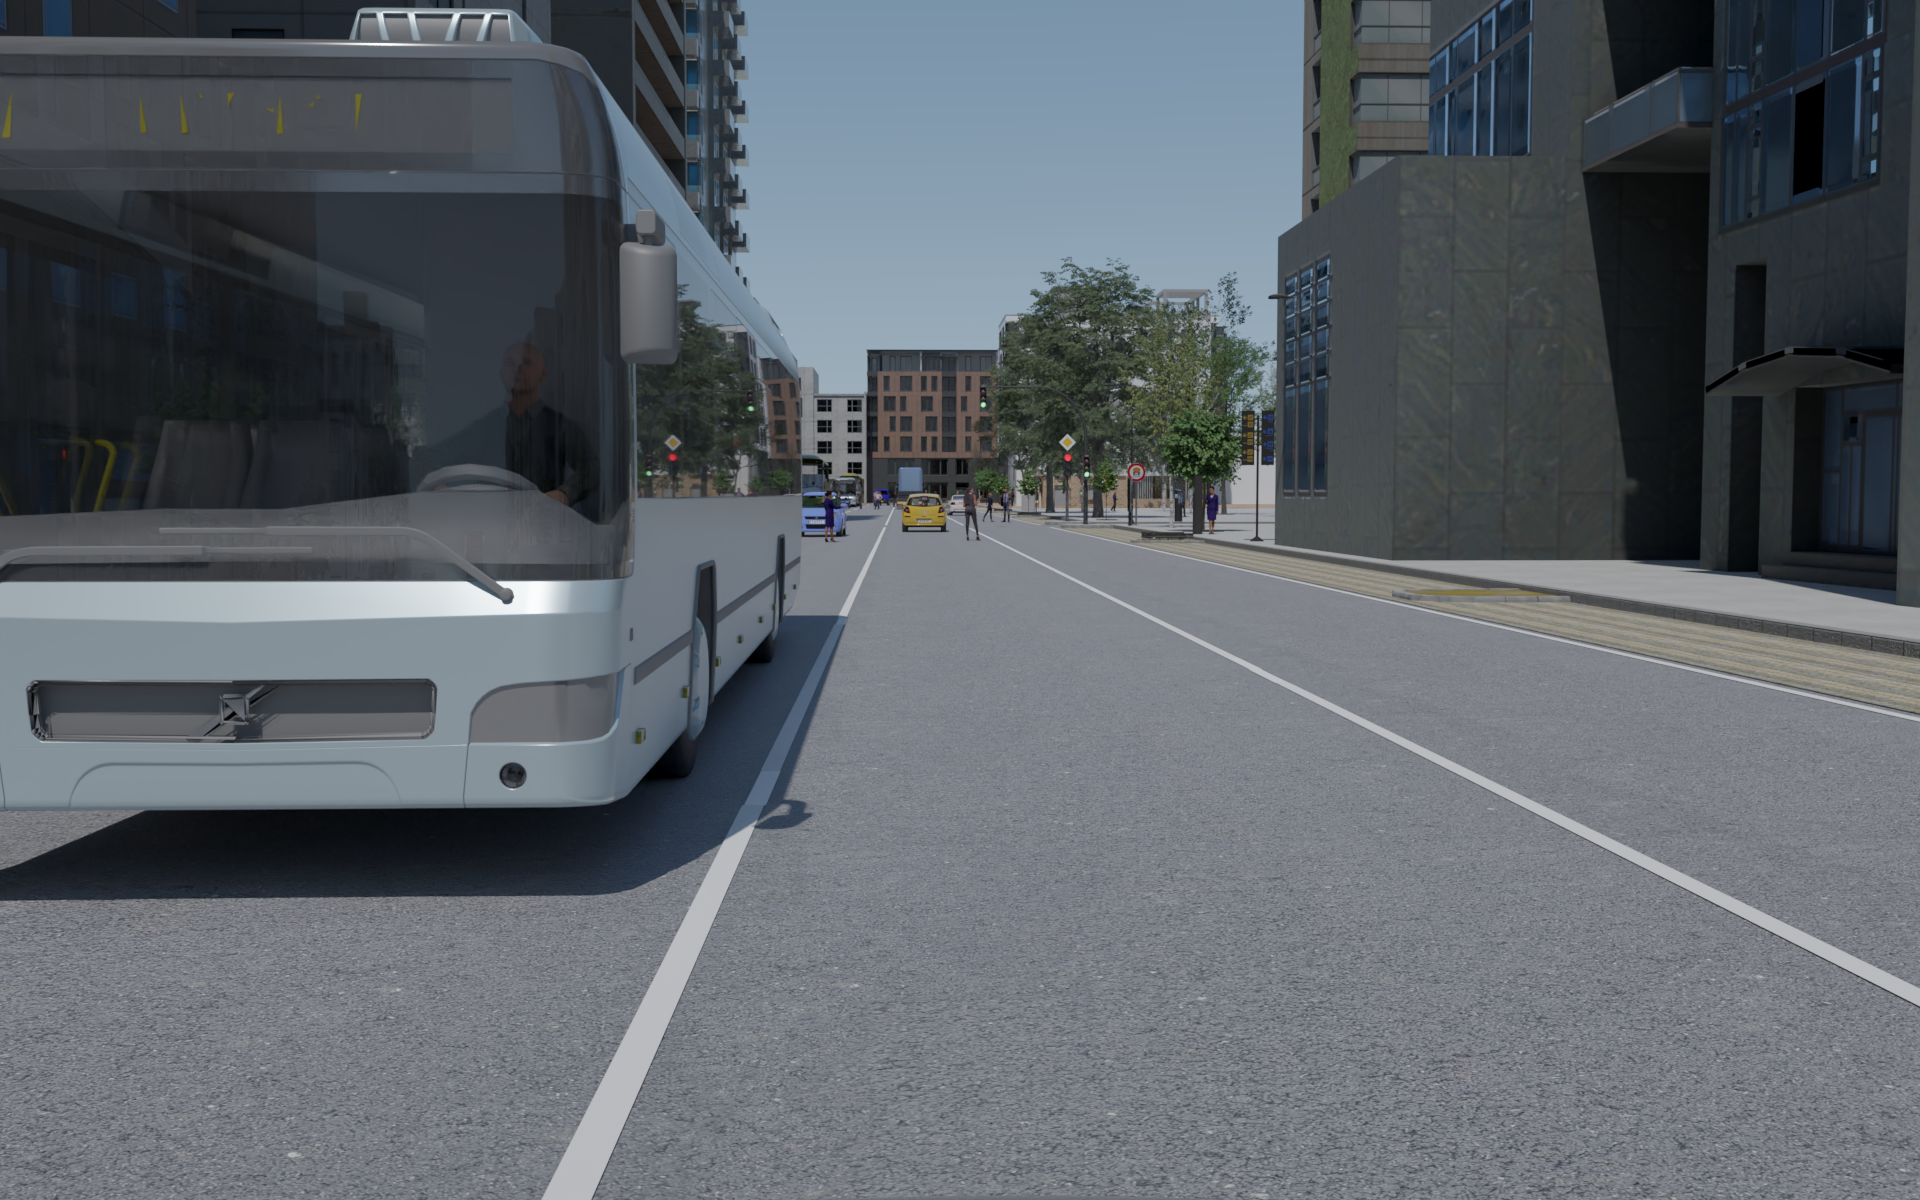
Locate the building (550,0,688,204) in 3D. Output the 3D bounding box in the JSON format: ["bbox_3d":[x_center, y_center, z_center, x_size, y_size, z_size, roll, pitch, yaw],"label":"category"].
[{"bbox_3d":[-26.513,-28.641,91.981,21.300,48.544,21.600,0,4,-2],"label":"building"}]

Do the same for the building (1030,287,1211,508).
[{"bbox_3d":[14.755,-18.808,163.935,16.016,20.091,11.380,0,4,-2],"label":"building"}]

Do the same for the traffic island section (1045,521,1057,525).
[{"bbox_3d":[5.032,-3.592,81.002,2.009,0.180,2.903,0,4,-2],"label":"traffic island section"}]

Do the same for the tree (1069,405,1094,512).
[{"bbox_3d":[10.154,-11.267,134.579,4.737,8.622,4.395,0,3,0],"label":"tree"}]

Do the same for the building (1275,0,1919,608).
[{"bbox_3d":[19.642,-43.635,26.098,22.319,86.520,31.000,0,4,-2],"label":"building"}]

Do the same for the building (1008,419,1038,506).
[{"bbox_3d":[10.401,-14.780,183.805,9.099,9.664,28.070,0,4,-2],"label":"building"}]

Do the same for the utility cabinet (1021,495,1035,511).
[{"bbox_3d":[5.193,-7.362,131.523,1.020,1.237,0.306,1,4,13],"label":"utility cabinet"}]

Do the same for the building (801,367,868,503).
[{"bbox_3d":[-29.093,-23.396,248.989,31.486,18.905,16.747,0,4,-2],"label":"building"}]

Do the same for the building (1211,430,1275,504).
[{"bbox_3d":[46.145,-17.489,228.092,28.070,9.664,9.099,0,4,-2],"label":"building"}]

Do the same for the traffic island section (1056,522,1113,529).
[{"bbox_3d":[5.306,-3.103,73.022,2.009,0.180,2.903,0,4,-2],"label":"traffic island section"}]

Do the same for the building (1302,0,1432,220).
[{"bbox_3d":[19.838,-23.238,63.528,14.154,41.232,14.086,0,4,-2],"label":"building"}]

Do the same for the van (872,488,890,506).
[{"bbox_3d":[-9.776,-12.991,216.782,2.240,2.365,5.245,0,4,0],"label":"van"}]

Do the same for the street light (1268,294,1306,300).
[{"bbox_3d":[7.845,-4.149,40.377,1.470,5.913,1.316,0,4,-2],"label":"street light"}]

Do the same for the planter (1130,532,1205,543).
[{"bbox_3d":[6.059,-1.829,51.047,1.991,0.319,1.994,0,4,-2],"label":"planter"}]

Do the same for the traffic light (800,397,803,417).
[{"bbox_3d":[-9.692,-6.467,80.403,4.771,5.953,1.251,0,4,-2],"label":"traffic light"}]

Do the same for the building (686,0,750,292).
[{"bbox_3d":[-27.981,-31.389,132.817,23.786,49.044,30.456,0,4,-2],"label":"building"}]

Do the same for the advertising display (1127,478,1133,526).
[{"bbox_3d":[6.895,-3.969,70.108,0.123,1.923,0.974,1,4,13],"label":"advertising display"}]

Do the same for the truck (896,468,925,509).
[{"bbox_3d":[-4.892,-11.002,169.646,2.967,4.110,18.799,0,4,-1],"label":"truck"}]

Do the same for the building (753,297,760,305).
[{"bbox_3d":[-27.308,-18.644,171.292,16.747,18.905,31.486,0,4,-2],"label":"building"}]

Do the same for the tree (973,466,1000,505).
[{"bbox_3d":[3.196,-13.350,201.989,4.285,4.588,4.351,0,3,0],"label":"tree"}]

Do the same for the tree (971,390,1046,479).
[{"bbox_3d":[5.372,-12.870,144.840,8.767,10.594,7.601,-2,4,-30],"label":"tree"}]

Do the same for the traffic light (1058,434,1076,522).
[{"bbox_3d":[4.992,-5.625,80.887,0.839,4.253,0.868,0,4,-2],"label":"traffic light"}]

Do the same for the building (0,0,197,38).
[{"bbox_3d":[-25.290,-23.501,34.350,14.600,45.320,14.200,0,4,-2],"label":"building"}]

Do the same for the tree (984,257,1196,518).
[{"bbox_3d":[7.564,-11.406,93.137,9.857,13.997,8.962,0,3,0],"label":"tree"}]

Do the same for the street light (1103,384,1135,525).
[{"bbox_3d":[6.703,-6.141,72.943,1.470,5.913,1.316,0,4,-2],"label":"street light"}]

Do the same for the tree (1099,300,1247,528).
[{"bbox_3d":[7.973,-7.024,65.203,4.737,8.622,4.395,0,3,0],"label":"tree"}]

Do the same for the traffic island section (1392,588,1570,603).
[{"bbox_3d":[7.004,-0.051,23.703,1.991,0.108,1.994,0,4,-2],"label":"traffic island section"}]

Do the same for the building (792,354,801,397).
[{"bbox_3d":[-36.894,-21.646,220.371,31.486,18.905,16.747,0,4,-2],"label":"building"}]

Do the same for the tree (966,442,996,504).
[{"bbox_3d":[2.679,-17.310,233.384,4.360,8.622,3.978,0,3,0],"label":"tree"}]

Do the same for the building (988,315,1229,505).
[{"bbox_3d":[18.548,-22.634,214.037,27.936,21.610,32.646,0,4,-2],"label":"building"}]

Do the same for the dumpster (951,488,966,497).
[{"bbox_3d":[-0.139,-13.451,224.878,1.985,2.255,1.502,0,4,-3],"label":"dumpster"}]

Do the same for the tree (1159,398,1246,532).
[{"bbox_3d":[8.311,-4.607,59.043,4.285,4.588,4.351,0,3,0],"label":"tree"}]

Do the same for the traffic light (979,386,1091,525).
[{"bbox_3d":[3.178,-5.995,72.694,4.771,5.953,1.251,0,4,-2],"label":"traffic light"}]

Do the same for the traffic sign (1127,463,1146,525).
[{"bbox_3d":[7.212,-4.327,70.851,0.768,2.556,0.104,0,4,1],"label":"traffic sign"}]

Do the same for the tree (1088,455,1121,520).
[{"bbox_3d":[7.034,-5.515,84.766,1.663,3.219,1.824,0,3,0],"label":"tree"}]

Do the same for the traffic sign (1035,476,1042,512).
[{"bbox_3d":[5.385,-7.473,122.297,0.768,2.556,0.104,0,4,7],"label":"traffic sign"}]

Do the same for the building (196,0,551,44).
[{"bbox_3d":[-25.562,-37.809,56.427,20.611,71.187,20.563,0,4,-2],"label":"building"}]

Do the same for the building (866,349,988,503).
[{"bbox_3d":[2.766,-25.169,255.486,32.646,21.610,27.936,0,4,-2],"label":"building"}]
